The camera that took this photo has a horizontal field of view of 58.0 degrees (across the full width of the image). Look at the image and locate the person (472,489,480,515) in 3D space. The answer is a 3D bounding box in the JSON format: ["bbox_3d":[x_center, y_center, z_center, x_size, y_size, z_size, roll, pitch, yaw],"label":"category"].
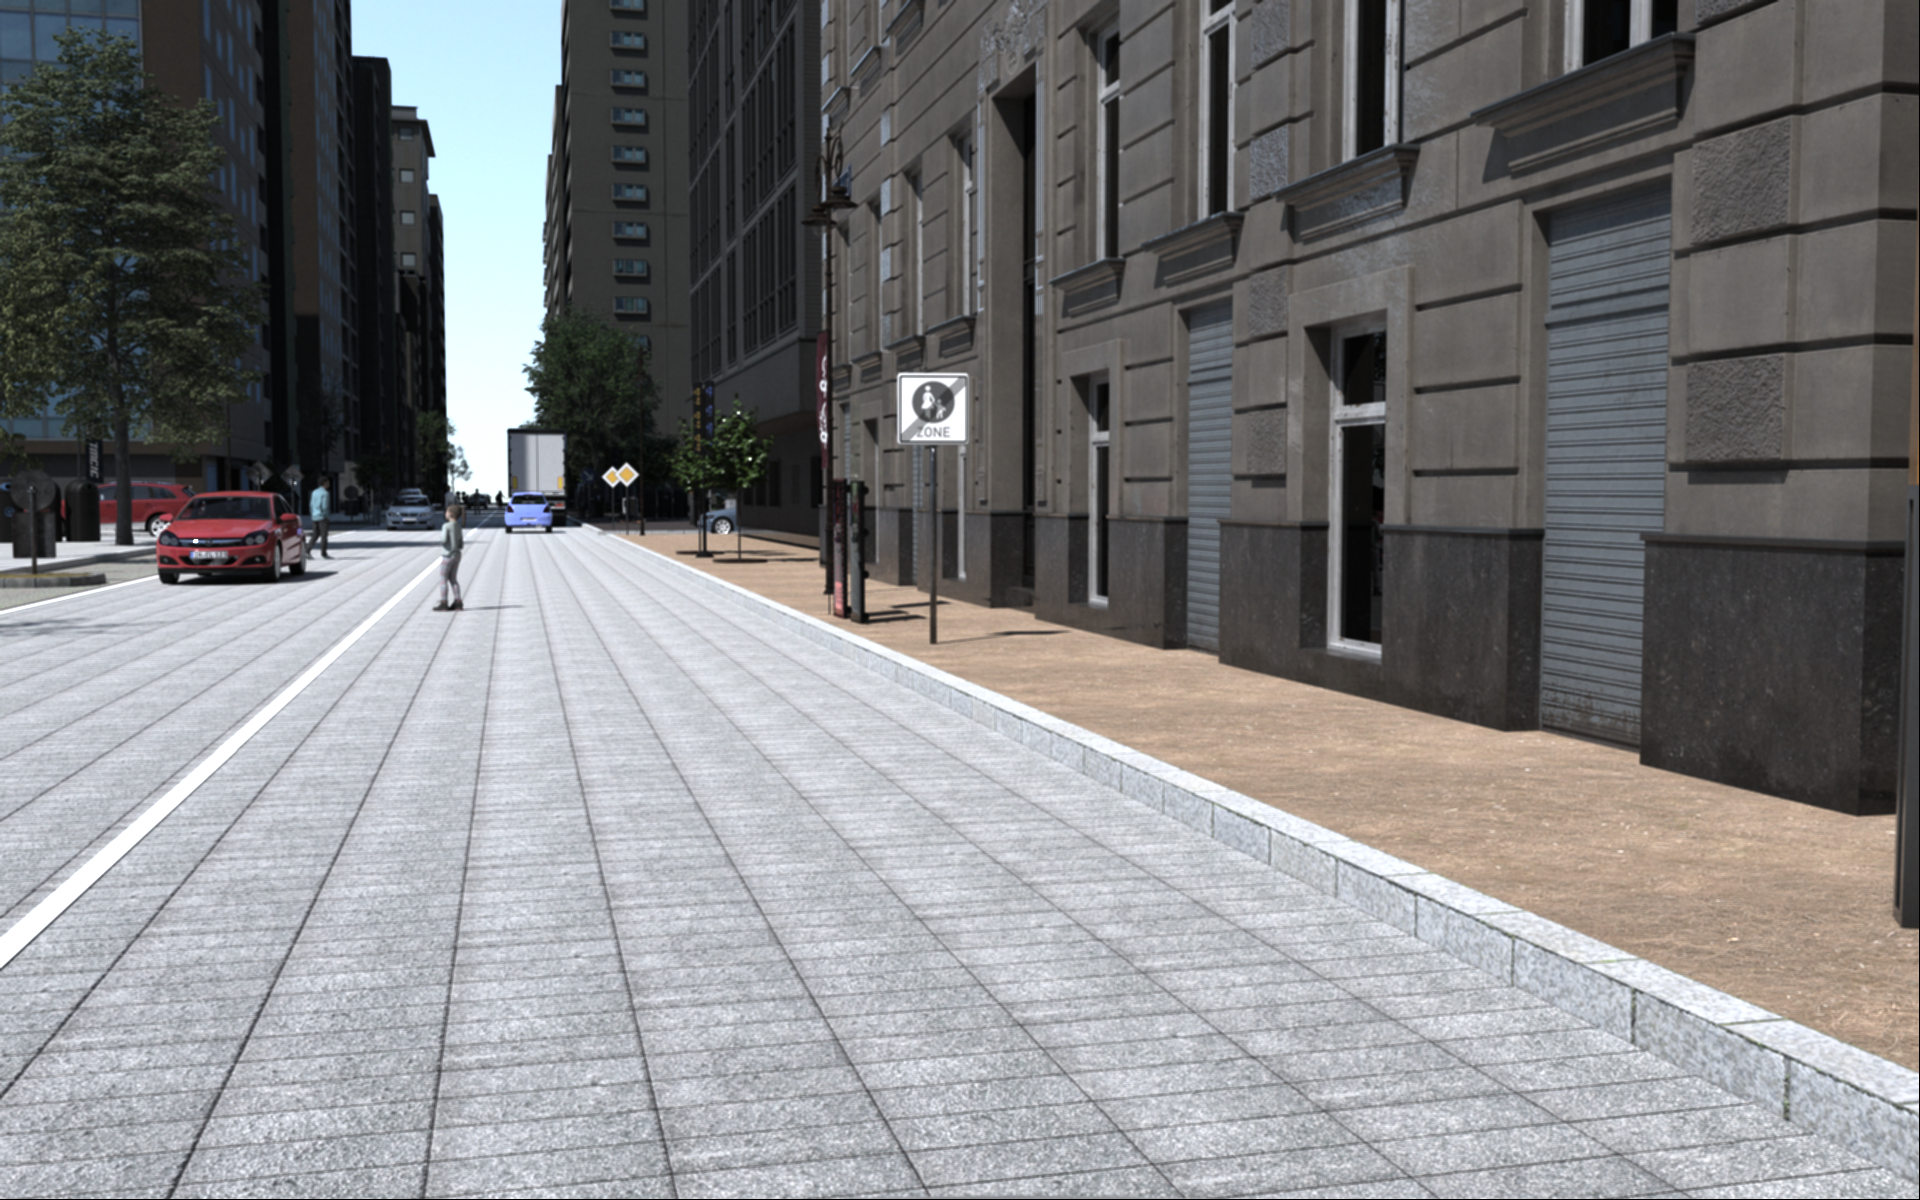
[{"bbox_3d":[-32.344,-6.554,115.833,0.511,1.800,0.466,0,4,-6],"label":"person"}]

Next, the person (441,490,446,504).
[{"bbox_3d":[-41.383,-7.967,139.475,1.217,1.735,0.721,3,4,37],"label":"person"}]

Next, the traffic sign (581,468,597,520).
[{"bbox_3d":[-18.069,-5.150,84.313,0.768,2.556,0.104,-1,4,-13],"label":"traffic sign"}]

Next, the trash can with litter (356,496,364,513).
[{"bbox_3d":[-40.591,-6.484,117.405,0.624,1.170,1.055,-1,4,-9],"label":"trash can with litter"}]

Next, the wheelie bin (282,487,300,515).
[{"bbox_3d":[-30.628,-4.363,79.243,0.693,1.594,0.980,-3,5,-40],"label":"wheelie bin"}]

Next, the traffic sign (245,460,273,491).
[{"bbox_3d":[-20.818,-2.925,51.474,0.795,2.450,0.064,-1,4,-14],"label":"traffic sign"}]

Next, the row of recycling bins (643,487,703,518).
[{"bbox_3d":[-15.654,-5.357,94.696,3.534,1.692,1.069,1,4,9],"label":"row of recycling bins"}]

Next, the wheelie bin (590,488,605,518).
[{"bbox_3d":[-19.617,-5.253,93.789,0.693,1.594,0.980,-3,4,-37],"label":"wheelie bin"}]

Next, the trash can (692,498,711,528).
[{"bbox_3d":[-9.907,-3.351,66.436,0.748,1.137,0.748,0,3,0],"label":"trash can"}]

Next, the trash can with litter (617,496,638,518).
[{"bbox_3d":[-17.588,-4.901,91.521,0.624,1.170,1.055,2,4,35],"label":"trash can with litter"}]

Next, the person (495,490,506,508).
[{"bbox_3d":[-46.749,-10.252,176.129,1.348,1.823,0.705,2,4,24],"label":"person"}]

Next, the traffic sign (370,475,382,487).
[{"bbox_3d":[-39.484,-7.161,117.183,0.768,2.556,0.104,-1,4,-13],"label":"traffic sign"}]

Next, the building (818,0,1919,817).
[{"bbox_3d":[6.016,-13.572,19.166,12.463,27.353,25.104,-1,4,-14],"label":"building"}]

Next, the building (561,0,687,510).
[{"bbox_3d":[-23.332,-32.250,150.992,21.300,48.544,21.600,-1,4,-14],"label":"building"}]

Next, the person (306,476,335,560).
[{"bbox_3d":[-14.047,-1.796,37.887,0.660,1.820,0.620,2,4,33],"label":"person"}]

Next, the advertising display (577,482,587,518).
[{"bbox_3d":[-20.122,-5.322,92.236,0.123,1.923,0.974,-3,4,-38],"label":"advertising display"}]

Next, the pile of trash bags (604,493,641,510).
[{"bbox_3d":[-24.909,-7.342,129.789,1.912,1.369,3.447,3,4,37],"label":"pile of trash bags"}]

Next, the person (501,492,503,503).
[{"bbox_3d":[-53.563,-11.787,202.153,0.436,1.711,0.756,-1,4,-21],"label":"person"}]

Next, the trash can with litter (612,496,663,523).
[{"bbox_3d":[-14.500,-3.989,76.272,1.678,1.210,2.233,-3,5,-41],"label":"trash can with litter"}]

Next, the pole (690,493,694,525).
[{"bbox_3d":[-11.233,-4.809,72.468,0.158,3.312,0.155,0,3,0],"label":"pole"}]

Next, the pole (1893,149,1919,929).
[{"bbox_3d":[2.882,-0.686,5.064,0.158,3.312,0.155,0,3,0],"label":"pole"}]

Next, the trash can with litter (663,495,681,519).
[{"bbox_3d":[-14.761,-4.698,87.866,2.233,1.210,1.678,3,5,44],"label":"trash can with litter"}]

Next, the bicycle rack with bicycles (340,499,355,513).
[{"bbox_3d":[-43.120,-6.608,121.428,2.925,0.926,2.852,-3,5,-45],"label":"bicycle rack with bicycles"}]

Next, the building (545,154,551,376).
[{"bbox_3d":[-45.370,-37.523,237.194,21.300,48.544,21.600,-1,4,-14],"label":"building"}]

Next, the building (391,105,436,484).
[{"bbox_3d":[-86.546,-39.567,236.151,28.713,52.752,27.495,-1,4,-14],"label":"building"}]

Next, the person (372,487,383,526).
[{"bbox_3d":[-26.274,-4.220,78.041,0.362,1.759,0.519,3,5,40],"label":"person"}]

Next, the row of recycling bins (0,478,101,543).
[{"bbox_3d":[-24.791,-2.374,45.924,3.534,1.692,1.069,-2,4,-35],"label":"row of recycling bins"}]

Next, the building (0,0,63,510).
[{"bbox_3d":[-35.303,-25.435,65.978,14.600,45.320,14.200,-1,4,-14],"label":"building"}]

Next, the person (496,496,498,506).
[{"bbox_3d":[-52.838,-11.386,197.886,0.421,1.427,0.697,0,4,0],"label":"person"}]

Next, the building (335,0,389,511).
[{"bbox_3d":[-57.102,-42.771,137.552,20.563,71.187,20.611,-1,4,-14],"label":"building"}]

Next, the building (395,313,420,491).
[{"bbox_3d":[-70.279,-20.240,175.966,27.650,21.520,28.899,-1,4,-14],"label":"building"}]

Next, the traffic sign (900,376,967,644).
[{"bbox_3d":[-0.229,-0.771,14.743,0.606,2.300,0.079,0,4,-5],"label":"traffic sign"}]

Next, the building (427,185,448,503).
[{"bbox_3d":[-89.224,-39.018,261.644,21.300,48.544,21.600,-1,4,-14],"label":"building"}]

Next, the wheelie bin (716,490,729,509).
[{"bbox_3d":[-16.885,-7.023,122.739,0.980,1.594,0.693,-3,5,-43],"label":"wheelie bin"}]

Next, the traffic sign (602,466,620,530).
[{"bbox_3d":[-12.395,-3.560,61.855,0.795,2.450,0.064,-1,4,-14],"label":"traffic sign"}]

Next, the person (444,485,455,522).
[{"bbox_3d":[-20.896,-3.808,70.981,0.478,1.798,0.641,-2,4,-32],"label":"person"}]

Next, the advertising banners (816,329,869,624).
[{"bbox_3d":[-1.236,-1.328,17.897,0.090,3.025,2.074,-1,4,-17],"label":"advertising banners"}]

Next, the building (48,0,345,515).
[{"bbox_3d":[-46.982,-28.045,108.644,14.600,45.320,14.200,-1,4,-14],"label":"building"}]

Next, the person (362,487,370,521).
[{"bbox_3d":[-29.019,-4.642,84.736,0.374,1.781,0.599,-3,4,-39],"label":"person"}]

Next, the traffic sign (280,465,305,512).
[{"bbox_3d":[-22.807,-3.399,59.209,0.795,2.450,0.064,-1,4,-14],"label":"traffic sign"}]

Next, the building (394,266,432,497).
[{"bbox_3d":[-74.534,-27.326,218.473,14.160,30.474,14.107,-1,4,-14],"label":"building"}]

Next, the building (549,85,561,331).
[{"bbox_3d":[-35.551,-35.205,199.300,21.300,48.544,21.600,-1,4,-14],"label":"building"}]

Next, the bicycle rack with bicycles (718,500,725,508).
[{"bbox_3d":[-14.856,-6.144,113.841,2.852,0.926,2.925,0,4,-6],"label":"bicycle rack with bicycles"}]

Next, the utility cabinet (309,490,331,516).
[{"bbox_3d":[-37.518,-5.676,101.477,1.173,1.500,0.318,-2,4,-25],"label":"utility cabinet"}]

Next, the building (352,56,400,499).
[{"bbox_3d":[-58.646,-28.890,155.948,14.154,41.232,14.086,-1,4,-14],"label":"building"}]

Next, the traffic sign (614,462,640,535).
[{"bbox_3d":[-10.406,-3.087,54.120,0.795,2.450,0.064,-1,4,-14],"label":"traffic sign"}]

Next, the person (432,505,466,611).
[{"bbox_3d":[-6.276,-0.518,21.250,0.394,1.301,0.425,0,4,3],"label":"person"}]

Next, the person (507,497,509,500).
[{"bbox_3d":[-40.814,-9.143,157.979,0.705,1.826,1.348,1,4,23],"label":"person"}]

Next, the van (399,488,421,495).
[{"bbox_3d":[-38.814,-7.048,122.238,2.013,2.044,4.112,-1,4,-15],"label":"van"}]

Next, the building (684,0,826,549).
[{"bbox_3d":[1.262,-15.274,43.242,14.314,27.812,24.014,-1,4,-14],"label":"building"}]

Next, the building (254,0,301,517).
[{"bbox_3d":[-41.948,-19.318,87.558,14.160,30.474,14.107,-1,4,-14],"label":"building"}]

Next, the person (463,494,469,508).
[{"bbox_3d":[-49.386,-9.883,173.313,0.697,1.427,0.421,3,4,39],"label":"person"}]

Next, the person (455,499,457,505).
[{"bbox_3d":[-23.109,-4.147,78.902,0.503,1.515,0.523,-3,5,-41],"label":"person"}]

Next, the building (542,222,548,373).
[{"bbox_3d":[-55.056,-40.208,277.008,23.786,49.044,30.456,-1,4,-14],"label":"building"}]
